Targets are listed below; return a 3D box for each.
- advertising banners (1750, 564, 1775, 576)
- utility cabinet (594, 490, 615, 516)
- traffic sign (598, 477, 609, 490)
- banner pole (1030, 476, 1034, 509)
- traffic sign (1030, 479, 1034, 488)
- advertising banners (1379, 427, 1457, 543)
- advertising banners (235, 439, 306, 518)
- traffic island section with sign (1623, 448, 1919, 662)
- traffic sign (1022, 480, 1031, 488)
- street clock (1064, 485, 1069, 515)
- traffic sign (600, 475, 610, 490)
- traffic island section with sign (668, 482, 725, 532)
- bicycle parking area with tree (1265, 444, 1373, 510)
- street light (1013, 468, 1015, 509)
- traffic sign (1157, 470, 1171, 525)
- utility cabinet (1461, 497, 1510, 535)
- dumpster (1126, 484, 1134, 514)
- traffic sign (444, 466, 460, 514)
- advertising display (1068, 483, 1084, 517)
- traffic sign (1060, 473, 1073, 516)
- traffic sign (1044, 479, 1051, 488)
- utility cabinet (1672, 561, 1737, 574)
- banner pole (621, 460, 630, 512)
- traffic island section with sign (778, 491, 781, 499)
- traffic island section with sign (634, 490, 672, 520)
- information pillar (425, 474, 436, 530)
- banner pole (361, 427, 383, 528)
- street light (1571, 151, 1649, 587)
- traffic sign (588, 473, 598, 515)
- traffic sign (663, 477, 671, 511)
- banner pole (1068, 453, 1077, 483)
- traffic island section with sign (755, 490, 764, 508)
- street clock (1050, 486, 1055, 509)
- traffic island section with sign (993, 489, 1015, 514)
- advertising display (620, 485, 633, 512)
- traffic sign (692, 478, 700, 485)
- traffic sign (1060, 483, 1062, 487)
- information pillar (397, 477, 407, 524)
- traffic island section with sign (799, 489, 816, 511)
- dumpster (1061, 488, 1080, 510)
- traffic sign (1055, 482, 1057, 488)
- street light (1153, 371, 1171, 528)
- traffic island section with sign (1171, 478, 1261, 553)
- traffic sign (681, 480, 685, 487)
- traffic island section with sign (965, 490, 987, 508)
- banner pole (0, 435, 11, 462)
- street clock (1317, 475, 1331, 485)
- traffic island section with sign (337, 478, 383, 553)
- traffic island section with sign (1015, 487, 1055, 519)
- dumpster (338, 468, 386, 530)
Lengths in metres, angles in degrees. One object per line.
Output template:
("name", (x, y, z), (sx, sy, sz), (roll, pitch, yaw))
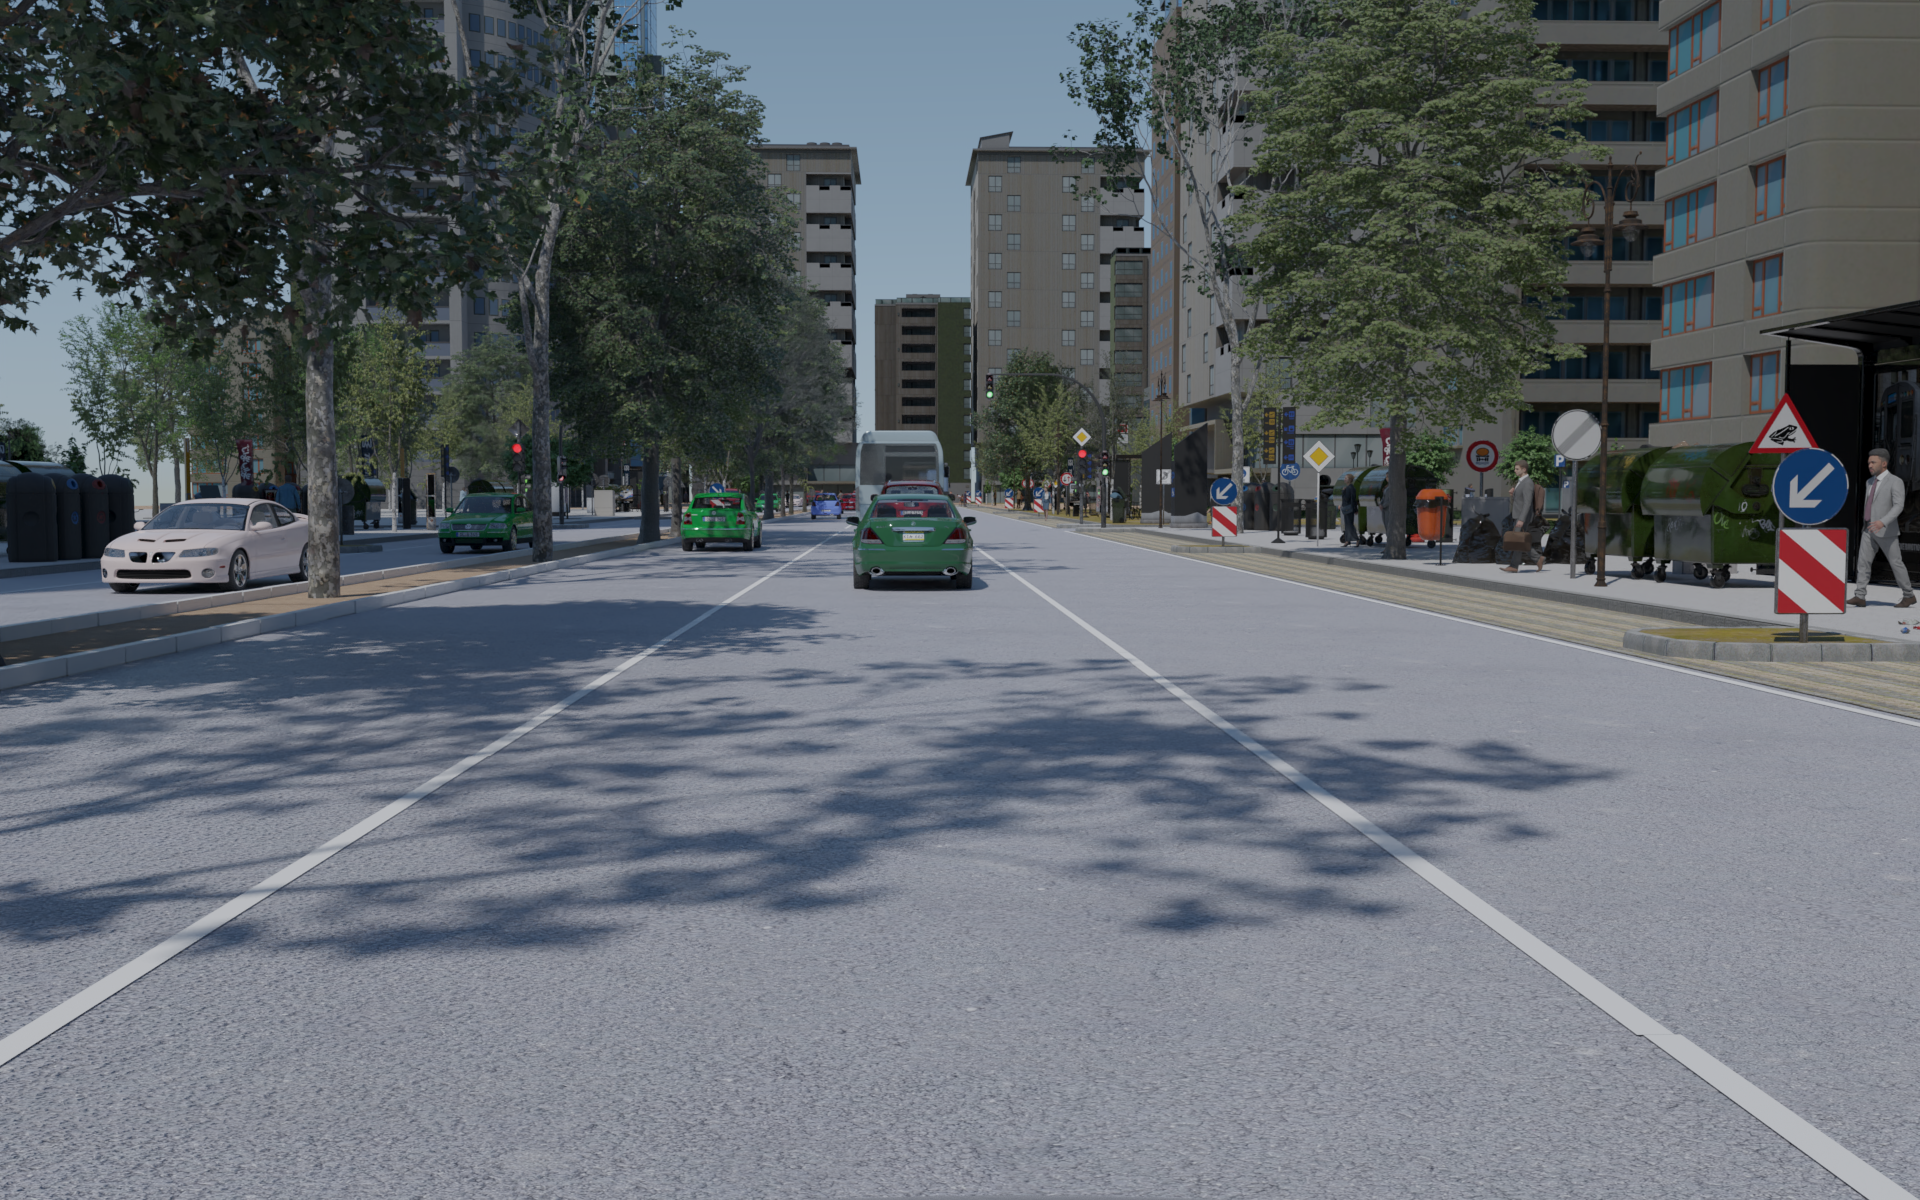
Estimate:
("advertising banners", (13.191, -1.863, 26.645), (0.090, 3.025, 2.074), (-2, 4, -34))
("utility cabinet", (-20.767, -5.660, 101.214), (1.173, 1.500, 0.318), (1, 4, 15))
("traffic sign", (-21.165, -6.160, 102.850), (0.606, 2.300, 0.079), (0, 4, 2))
("banner pole", (6.129, -9.636, 147.557), (0.401, 3.779, 0.863), (-3, 5, -39))
("traffic sign", (5.876, -8.948, 146.400), (0.768, 2.556, 0.104), (0, 4, 2))
("advertising banners", (12.025, -3.017, 45.510), (2.074, 3.025, 0.090), (0, 4, 0))
("advertising banners", (-21.956, -3.610, 55.206), (2.074, 3.025, 0.090), (-1, 4, -13))
("traffic island section with sign", (7.156, -0.428, 15.620), (1.989, 1.847, 2.006), (0, 4, -2))
("traffic sign", (5.504, -8.764, 143.394), (0.768, 2.556, 0.104), (0, 4, 8))
("street clock", (6.725, -6.337, 108.183), (0.471, 2.002, 0.358), (2, 4, 35))
("traffic sign", (-23.430, -6.966, 114.007), (0.768, 2.556, 0.104), (0, 4, -1))
("traffic island section with sign", (-9.879, -3.495, 65.273), (2.006, 1.907, 1.989), (0, 4, -2))
("bicycle parking area with tree", (20.171, -6.894, 99.726), (8.231, 4.147, 9.016), (2, 4, 30))
("street light", (4.639, -10.724, 148.132), (0.468, 5.910, 1.993), (0, 4, -2))
("traffic sign", (8.561, -4.323, 72.806), (0.606, 2.300, 0.079), (0, 4, 6))
("utility cabinet", (11.648, -1.665, 38.389), (1.020, 1.237, 0.306), (1, 4, 21))
("dumpster", (10.345, -6.652, 111.251), (1.502, 2.255, 1.985), (0, 4, -2))
("traffic sign", (-23.400, -4.868, 79.703), (0.768, 2.556, 0.104), (0, 4, 4))
("advertising display", (6.601, -5.706, 98.512), (0.974, 1.923, 0.123), (-2, 4, -27))
("traffic sign", (6.303, -6.248, 102.265), (0.768, 2.556, 0.104), (0, 4, 5))
("traffic sign", (7.288, -8.919, 145.936), (0.768, 2.556, 0.104), (0, 4, 5))
("utility cabinet", (12.000, -1.021, 27.862), (1.020, 1.237, 0.306), (-1, 4, -14))
("banner pole", (-24.296, -8.292, 125.598), (0.863, 3.779, 0.401), (-3, 5, -39))
("traffic island section with sign", (-20.812, -11.804, 201.617), (1.989, 1.847, 2.006), (0, 4, -2))
("traffic island section with sign", (-17.283, -5.463, 97.941), (1.989, 1.847, 2.006), (0, 4, -2))
("information pillar", (-18.967, -3.521, 62.066), (0.304, 2.012, 0.304), (-2, 4, -25))
("banner pole", (-21.931, -4.559, 64.557), (0.401, 3.779, 0.863), (3, 5, 43))
("street light", (8.887, -3.123, 23.842), (0.468, 5.910, 1.993), (0, 4, -2))
("traffic sign", (-22.271, -6.406, 104.846), (0.768, 2.556, 0.104), (0, 4, 6))
("traffic sign", (-21.471, -7.790, 127.476), (0.768, 2.556, 0.104), (0, 4, 7))
("banner pole", (6.826, -7.042, 105.152), (0.863, 3.779, 0.401), (-3, 4, -39))
("traffic island section with sign", (-19.886, -10.146, 174.507), (1.989, 1.847, 2.006), (0, 4, -2))
("street clock", (7.935, -8.787, 148.231), (0.358, 2.002, 0.471), (-3, 4, -38))
("traffic island section with sign", (3.403, -7.172, 125.890), (1.989, 1.847, 2.006), (0, 4, -2))
("advertising display", (-23.828, -7.249, 123.735), (0.974, 1.923, 0.123), (0, 4, -5))
("traffic sign", (-20.794, -8.360, 136.784), (0.768, 2.556, 0.104), (0, 4, -1))
("traffic sign", (8.220, -8.904, 145.681), (0.768, 2.556, 0.104), (0, 4, 6))
("information pillar", (-24.322, -4.346, 75.547), (0.304, 2.012, 0.304), (1, 4, 15))
("traffic island section with sign", (-12.684, -8.540, 147.771), (2.006, 1.907, 1.989), (0, 4, -2))
("dumpster", (9.096, -8.489, 141.293), (1.502, 2.255, 1.985), (0, 4, -2))
("traffic sign", (8.035, -8.887, 145.032), (0.795, 2.593, 0.064), (0, 4, 4))
("street light", (7.553, -5.641, 65.024), (0.468, 5.910, 1.993), (0, 4, -2))
("traffic island section with sign", (6.240, -2.075, 42.560), (1.989, 1.847, 2.006), (0, 4, -2))
("traffic sign", (-22.026, -8.325, 136.119), (0.884, 2.594, 0.081), (0, 4, -1))
("traffic island section with sign", (1.722, -10.190, 175.229), (1.989, 1.847, 2.006), (0, 4, -2))
("banner pole", (-40.717, -5.125, 73.807), (0.401, 3.779, 0.863), (3, 5, 42))
("street clock", (13.549, -3.665, 64.489), (0.471, 2.002, 0.358), (2, 4, 33))
("traffic island section with sign", (-15.417, -2.089, 42.776), (1.989, 1.847, 2.006), (0, 4, -2))
("traffic island section with sign", (4.335, -5.498, 98.528), (1.989, 1.847, 2.006), (0, 4, -2))
("dumpster", (-21.935, -3.707, 63.096), (1.502, 2.255, 1.985), (0, 4, -2))
